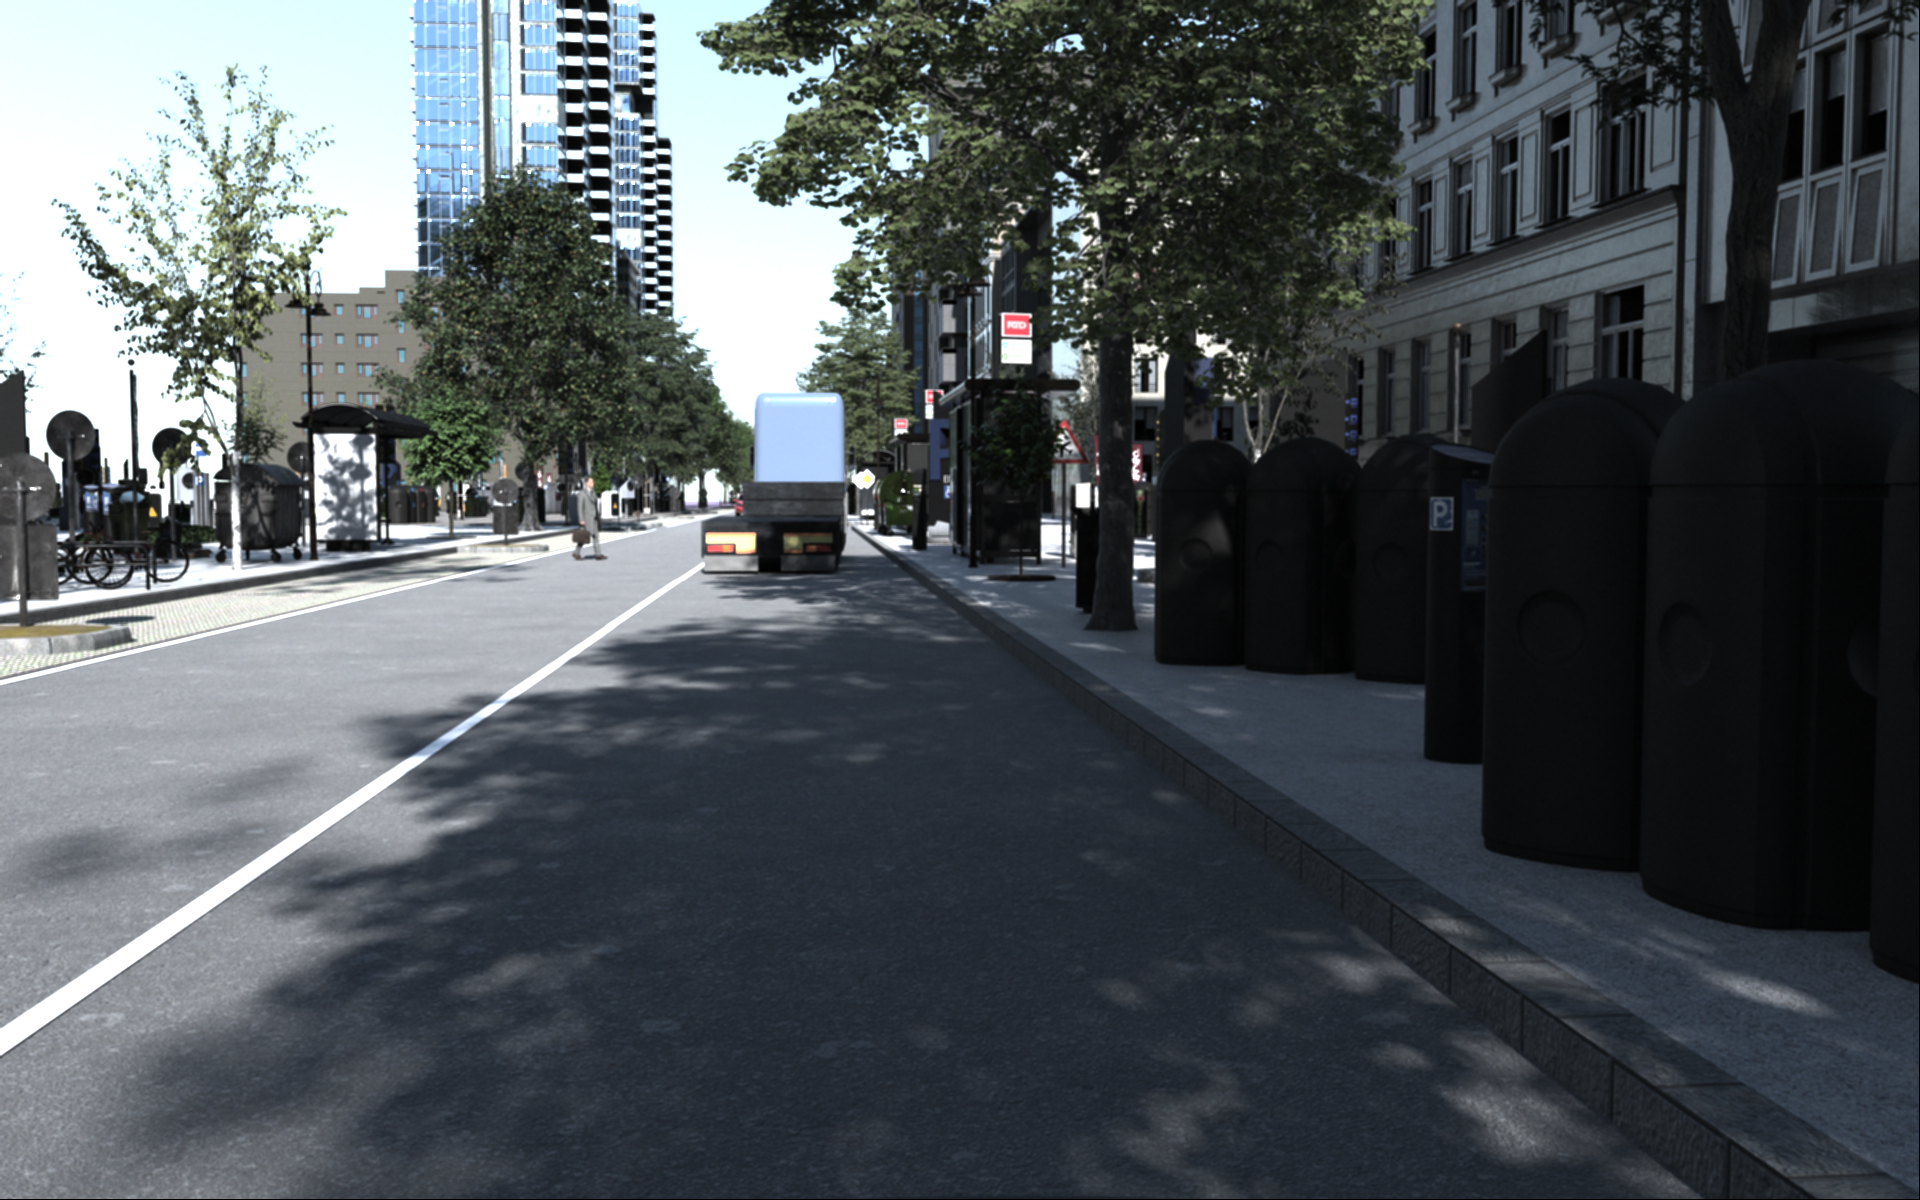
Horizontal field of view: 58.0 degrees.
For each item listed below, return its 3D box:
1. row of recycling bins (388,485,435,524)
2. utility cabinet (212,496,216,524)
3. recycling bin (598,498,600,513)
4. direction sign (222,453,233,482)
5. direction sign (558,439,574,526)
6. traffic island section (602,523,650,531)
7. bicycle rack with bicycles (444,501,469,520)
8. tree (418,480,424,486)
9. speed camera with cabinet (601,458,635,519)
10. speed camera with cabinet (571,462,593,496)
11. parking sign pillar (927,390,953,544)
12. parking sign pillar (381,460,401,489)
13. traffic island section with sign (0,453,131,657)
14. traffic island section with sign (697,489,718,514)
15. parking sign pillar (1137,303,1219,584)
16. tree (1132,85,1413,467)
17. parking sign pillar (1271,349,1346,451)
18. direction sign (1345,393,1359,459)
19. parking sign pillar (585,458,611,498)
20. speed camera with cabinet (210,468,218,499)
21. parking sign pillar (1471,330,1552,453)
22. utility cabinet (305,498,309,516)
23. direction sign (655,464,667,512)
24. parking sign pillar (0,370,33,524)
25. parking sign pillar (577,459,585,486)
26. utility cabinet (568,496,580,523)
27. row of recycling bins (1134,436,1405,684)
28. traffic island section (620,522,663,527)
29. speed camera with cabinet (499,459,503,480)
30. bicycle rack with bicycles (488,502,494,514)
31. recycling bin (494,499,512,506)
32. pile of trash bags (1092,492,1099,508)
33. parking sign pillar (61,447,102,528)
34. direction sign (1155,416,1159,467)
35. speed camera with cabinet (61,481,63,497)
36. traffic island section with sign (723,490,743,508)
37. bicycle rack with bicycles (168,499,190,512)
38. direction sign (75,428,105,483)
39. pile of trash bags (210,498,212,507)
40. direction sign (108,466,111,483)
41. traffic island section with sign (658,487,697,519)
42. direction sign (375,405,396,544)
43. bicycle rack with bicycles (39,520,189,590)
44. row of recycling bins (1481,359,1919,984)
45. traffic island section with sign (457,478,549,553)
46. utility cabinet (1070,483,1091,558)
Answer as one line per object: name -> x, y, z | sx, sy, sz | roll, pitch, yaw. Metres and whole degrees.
row of recycling bins -> -24.254, -4.243, 76.483 | 1.069, 1.692, 3.534 | 1, 4, 8
utility cabinet -> -31.952, -3.926, 75.347 | 1.020, 1.237, 0.306 | -2, 4, -29
recycling bin -> -22.100, -5.758, 106.690 | 0.722, 1.027, 0.722 | 3, 5, 40
direction sign -> -40.849, -6.414, 96.870 | 0.379, 3.537, 0.876 | 2, 4, 31
direction sign -> -15.718, -4.716, 69.112 | 0.876, 3.537, 0.379 | 3, 4, 36
traffic island section -> -13.558, -2.842, 68.752 | 2.009, 0.180, 2.903 | 0, 4, -5
bicycle rack with bicycles -> -25.665, -4.444, 86.046 | 2.852, 0.926, 2.925 | 0, 4, -6
tree -> -37.712, -10.455, 121.301 | 4.737, 8.622, 4.395 | 0, 3, 0
speed camera with cabinet -> -18.081, -5.951, 91.634 | 0.660, 3.252, 2.038 | 2, 4, 30
speed camera with cabinet -> -20.473, -6.087, 93.852 | 0.660, 3.252, 2.038 | -2, 4, -31
parking sign pillar -> -0.167, -3.439, 44.694 | 1.447, 3.967, 1.447 | 2, 4, 29
parking sign pillar -> -35.504, -7.318, 108.118 | 1.447, 3.967, 1.447 | 2, 4, 31
traffic island section with sign -> -8.900, -0.452, 16.025 | 1.989, 1.847, 2.006 | 0, 4, -5
traffic island section with sign -> -18.658, -7.188, 126.158 | 1.989, 1.847, 2.006 | 0, 4, -5
parking sign pillar -> 3.306, -2.244, 25.158 | 1.447, 3.967, 1.447 | 0, 4, -5
tree -> 5.254, -4.816, 29.107 | 4.360, 8.622, 3.978 | 0, 3, 0
parking sign pillar -> 6.458, -2.672, 32.163 | 1.447, 3.967, 1.447 | -1, 4, -12
direction sign -> 8.536, -2.877, 39.035 | 0.876, 3.537, 0.379 | 2, 4, 29
parking sign pillar -> -25.856, -8.345, 124.910 | 1.447, 3.967, 1.447 | 0, 4, 8
speed camera with cabinet -> -55.596, -8.197, 128.353 | 0.660, 3.252, 2.038 | 3, 5, 41
parking sign pillar -> 9.253, -2.483, 29.067 | 1.447, 3.967, 1.447 | -3, 5, -43
utility cabinet -> -37.116, -5.445, 97.706 | 0.318, 1.500, 1.173 | 0, 4, 8
direction sign -> -21.574, -8.126, 124.861 | 0.876, 3.537, 0.379 | 0, 4, 6
parking sign pillar -> -20.961, -3.007, 37.632 | 1.447, 3.967, 1.447 | -1, 4, -15
parking sign pillar -> -29.501, -8.991, 135.474 | 1.447, 3.967, 1.447 | 1, 4, 9
utility cabinet -> -16.718, -3.984, 76.301 | 1.020, 1.237, 0.306 | 0, 4, -6
row of recycling bins -> 2.902, -0.321, 12.355 | 3.534, 1.692, 1.069 | 3, 5, 40
traffic island section -> -14.262, -3.329, 76.707 | 2.009, 0.180, 2.903 | 0, 4, -5
speed camera with cabinet -> -25.690, -6.329, 97.808 | 0.660, 3.252, 2.038 | -1, 4, -13
bicycle rack with bicycles -> -30.943, -6.086, 112.889 | 2.852, 0.926, 2.925 | 2, 4, 33
recycling bin -> -23.473, -4.672, 88.944 | 0.722, 1.027, 0.722 | -3, 5, -39
pile of trash bags -> 8.192, -4.776, 87.836 | 3.447, 1.369, 1.912 | 2, 4, 35
parking sign pillar -> -33.564, -4.754, 66.193 | 1.447, 3.967, 1.447 | -1, 4, -13
direction sign -> 6.062, -3.546, 49.982 | 0.876, 3.537, 0.379 | 0, 4, 1
speed camera with cabinet -> -60.054, -7.534, 117.523 | 0.660, 3.252, 2.038 | 1, 4, 12
traffic island section with sign -> -23.100, -10.260, 176.378 | 1.989, 1.847, 2.006 | 0, 4, -5
bicycle rack with bicycles -> -38.739, -4.217, 82.336 | 2.852, 0.926, 2.925 | 1, 4, 19
direction sign -> -30.132, -4.151, 59.862 | 0.876, 3.537, 0.379 | 0, 4, 4
pile of trash bags -> -37.941, -4.882, 89.565 | 1.912, 1.369, 3.447 | 1, 4, 22
direction sign -> -69.864, -9.146, 141.537 | 0.876, 3.537, 0.379 | -1, 4, -22
traffic island section with sign -> -16.279, -5.546, 99.307 | 1.989, 1.847, 2.006 | 0, 4, -5
direction sign -> -14.688, -3.201, 44.339 | 0.379, 3.537, 0.876 | 1, 4, 12
bicycle rack with bicycles -> -12.215, -0.632, 23.714 | 2.925, 0.926, 2.852 | -1, 4, -21
row of recycling bins -> 2.818, 0.131, 4.970 | 1.069, 1.692, 3.534 | -1, 4, -23
traffic island section with sign -> -11.269, -2.095, 42.876 | 1.989, 1.847, 2.006 | 0, 4, -5
utility cabinet -> 2.394, -1.590, 34.676 | 0.318, 1.500, 1.173 | 0, 4, -1
